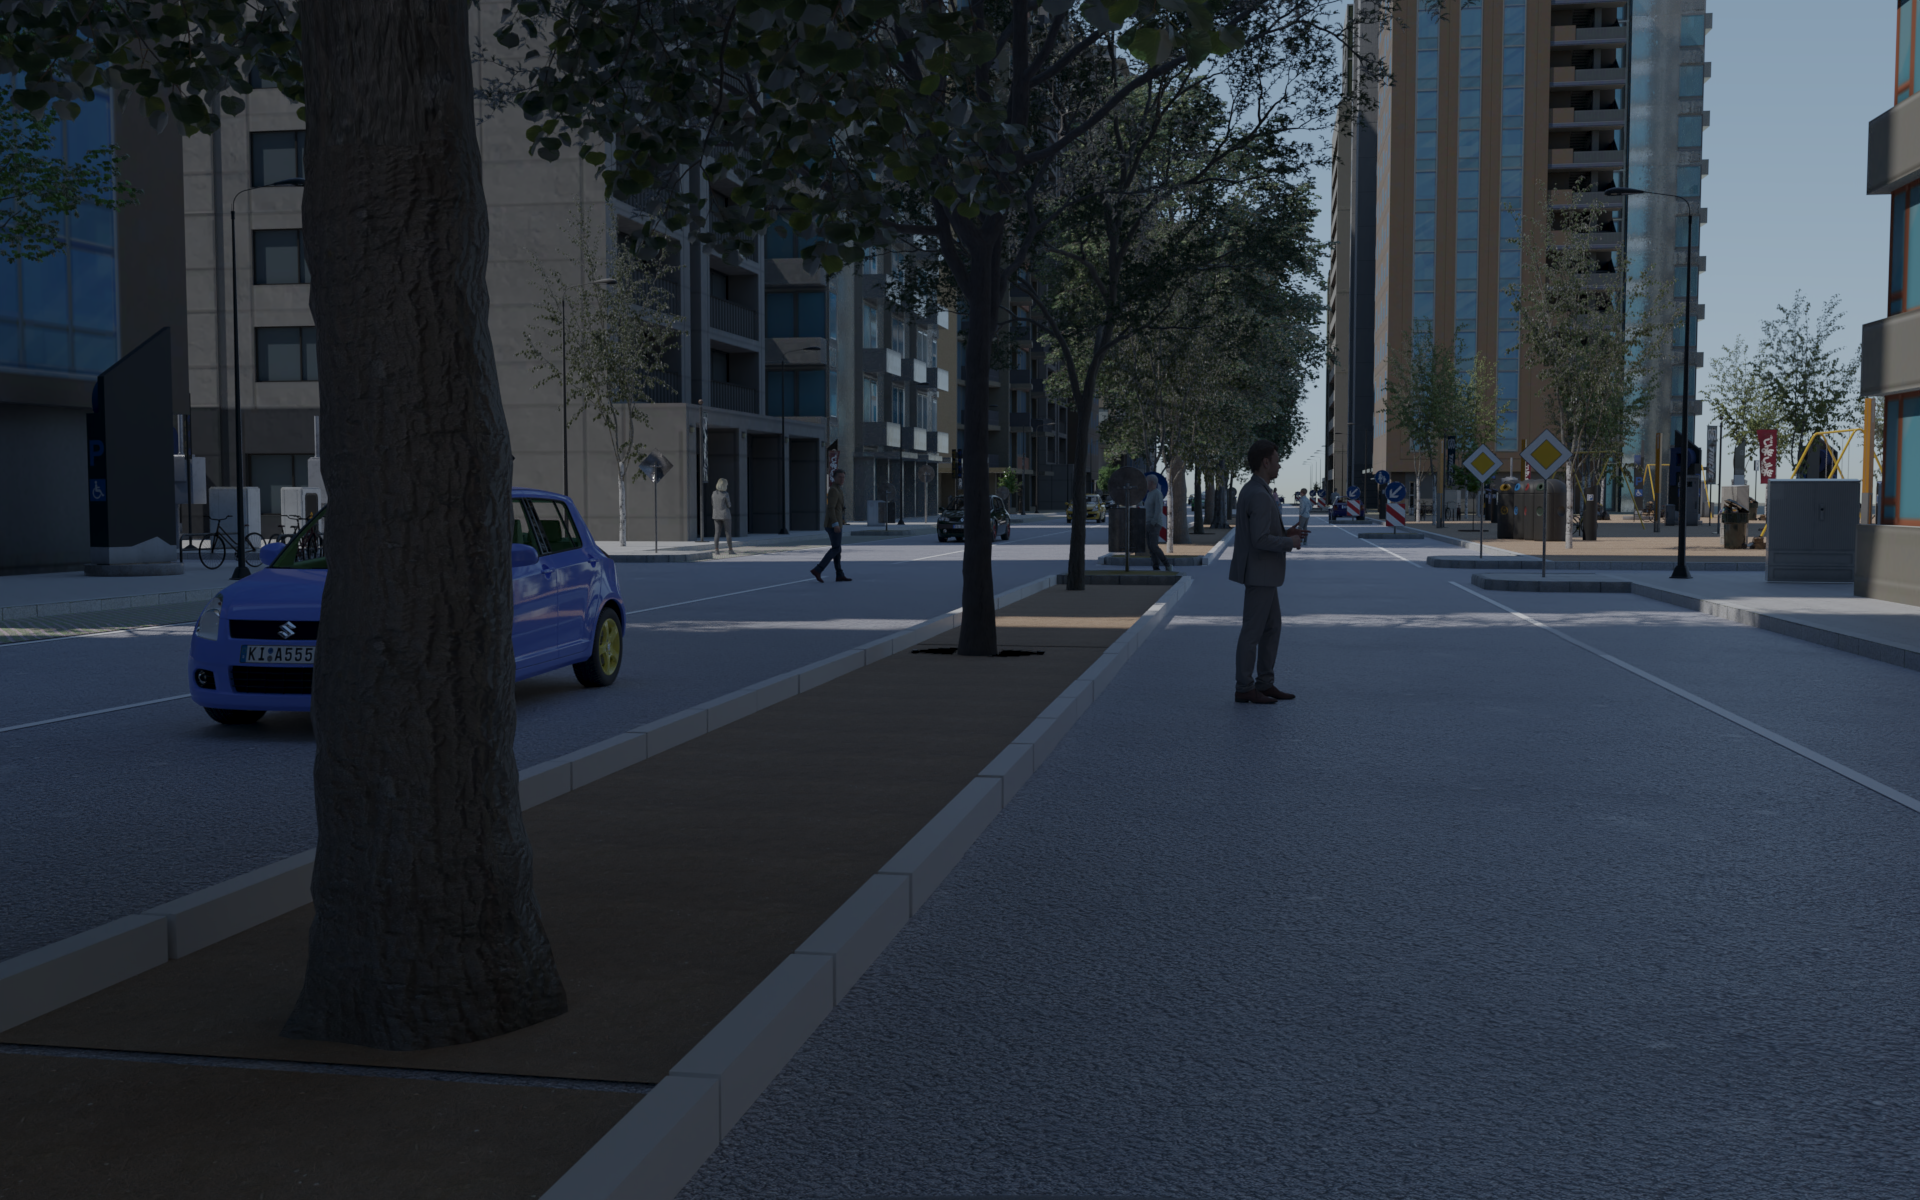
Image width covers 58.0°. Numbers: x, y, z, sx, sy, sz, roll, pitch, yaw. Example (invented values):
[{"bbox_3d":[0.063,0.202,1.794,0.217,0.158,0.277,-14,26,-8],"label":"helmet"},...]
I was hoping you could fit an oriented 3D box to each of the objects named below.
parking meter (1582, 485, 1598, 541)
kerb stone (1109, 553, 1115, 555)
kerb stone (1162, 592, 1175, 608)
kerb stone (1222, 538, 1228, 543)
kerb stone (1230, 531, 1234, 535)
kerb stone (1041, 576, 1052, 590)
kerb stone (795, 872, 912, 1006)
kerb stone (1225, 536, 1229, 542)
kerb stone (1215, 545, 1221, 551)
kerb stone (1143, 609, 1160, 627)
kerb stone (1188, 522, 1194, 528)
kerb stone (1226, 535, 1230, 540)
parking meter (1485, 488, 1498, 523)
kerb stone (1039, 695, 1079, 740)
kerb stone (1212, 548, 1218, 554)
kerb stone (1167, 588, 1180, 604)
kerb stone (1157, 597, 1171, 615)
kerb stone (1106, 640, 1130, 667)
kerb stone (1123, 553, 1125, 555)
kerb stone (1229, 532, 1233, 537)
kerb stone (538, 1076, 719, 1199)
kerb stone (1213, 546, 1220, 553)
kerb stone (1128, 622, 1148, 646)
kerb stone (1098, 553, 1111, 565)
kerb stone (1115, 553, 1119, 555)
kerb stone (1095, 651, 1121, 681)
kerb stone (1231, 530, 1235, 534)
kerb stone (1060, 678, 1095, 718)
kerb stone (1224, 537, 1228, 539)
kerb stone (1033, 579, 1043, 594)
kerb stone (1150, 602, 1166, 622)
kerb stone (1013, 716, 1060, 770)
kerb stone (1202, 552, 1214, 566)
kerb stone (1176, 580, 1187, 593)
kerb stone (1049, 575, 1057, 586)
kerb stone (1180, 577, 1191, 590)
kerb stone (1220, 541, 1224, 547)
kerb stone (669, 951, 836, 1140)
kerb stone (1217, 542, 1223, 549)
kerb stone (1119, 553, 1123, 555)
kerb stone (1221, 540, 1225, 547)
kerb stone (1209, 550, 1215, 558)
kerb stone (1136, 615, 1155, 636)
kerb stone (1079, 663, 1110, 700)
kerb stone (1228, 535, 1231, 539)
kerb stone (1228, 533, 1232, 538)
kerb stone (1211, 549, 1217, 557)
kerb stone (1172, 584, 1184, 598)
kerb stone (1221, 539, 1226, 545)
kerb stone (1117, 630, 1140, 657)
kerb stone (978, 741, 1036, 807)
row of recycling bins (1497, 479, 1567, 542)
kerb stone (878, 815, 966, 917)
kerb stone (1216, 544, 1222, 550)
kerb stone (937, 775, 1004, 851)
[{"bbox_3d":[17.370,-2.405,47.740,0.372,1.533,0.369,0,3,0],"label":"parking meter"},{"bbox_3d":[3.116,-0.878,36.596,0.120,0.150,1.000,1,4,10],"label":"kerb stone"},{"bbox_3d":[2.560,0.042,21.541,0.120,0.150,1.000,1,4,10],"label":"kerb stone"},{"bbox_3d":[7.166,-1.535,47.314,0.120,0.150,1.000,1,4,10],"label":"kerb stone"},{"bbox_3d":[8.594,-2.025,55.377,0.120,0.150,1.000,1,4,10],"label":"kerb stone"},{"bbox_3d":[1.215,-0.228,25.983,0.120,0.150,1.000,1,4,10],"label":"kerb stone"},{"bbox_3d":[-0.318,1.031,5.345,0.120,0.150,1.000,1,4,10],"label":"kerb stone"},{"bbox_3d":[7.517,-1.658,49.331,0.120,0.150,1.000,1,4,10],"label":"kerb stone"},{"bbox_3d":[6.077,-1.163,41.264,0.120,0.150,1.000,1,4,10],"label":"kerb stone"},{"bbox_3d":[2.025,0.227,18.520,0.120,0.150,1.000,1,4,10],"label":"kerb stone"},{"bbox_3d":[10.308,-3.347,76.966,0.120,0.150,1.000,1,4,10],"label":"kerb stone"},{"bbox_3d":[7.687,-1.721,50.338,0.120,0.150,1.000,1,4,10],"label":"kerb stone"},{"bbox_3d":[25.666,-4.624,84.021,0.372,1.533,0.369,0,3,0],"label":"parking meter"},{"bbox_3d":[0.586,0.720,10.431,0.120,0.150,1.000,1,4,10],"label":"kerb stone"},{"bbox_3d":[5.725,-1.042,39.248,0.120,0.150,1.000,1,4,10],"label":"kerb stone"},{"bbox_3d":[2.739,-0.022,22.550,0.120,0.150,1.000,1,4,10],"label":"kerb stone"},{"bbox_3d":[2.388,0.102,20.532,0.120,0.150,1.000,1,4,10],"label":"kerb stone"},{"bbox_3d":[1.302,0.473,14.474,0.120,0.150,1.000,1,4,10],"label":"kerb stone"},{"bbox_3d":[3.651,-1.062,39.615,0.120,0.150,1.000,1,4,10],"label":"kerb stone"},{"bbox_3d":[8.413,-1.962,54.367,0.120,0.150,1.000,1,4,10],"label":"kerb stone"},{"bbox_3d":[-0.677,1.156,3.327,0.120,0.150,1.000,1,4,10],"label":"kerb stone"},{"bbox_3d":[5.903,-1.103,40.257,0.120,0.150,1.000,1,4,10],"label":"kerb stone"},{"bbox_3d":[1.669,0.348,16.504,0.120,0.150,1.000,1,4,10],"label":"kerb stone"},{"bbox_3d":[2.939,-0.819,35.589,0.120,0.150,1.000,1,4,10],"label":"kerb stone"},{"bbox_3d":[3.284,-0.942,37.604,0.120,0.150,1.000,1,4,10],"label":"kerb stone"},{"bbox_3d":[1.130,0.538,13.462,0.120,0.150,1.000,1,4,10],"label":"kerb stone"},{"bbox_3d":[8.948,-2.153,57.390,0.120,0.150,1.000,1,4,10],"label":"kerb stone"},{"bbox_3d":[0.766,0.658,11.438,0.120,0.150,1.000,1,4,10],"label":"kerb stone"},{"bbox_3d":[7.341,-1.596,48.321,0.120,0.150,1.000,1,4,10],"label":"kerb stone"},{"bbox_3d":[1.042,-0.167,24.976,0.120,0.150,1.000,1,4,10],"label":"kerb stone"},{"bbox_3d":[2.207,0.163,19.526,0.120,0.150,1.000,1,4,10],"label":"kerb stone"},{"bbox_3d":[0.410,0.782,9.413,0.120,0.150,1.000,1,4,10],"label":"kerb stone"},{"bbox_3d":[5.180,-0.857,36.204,0.120,0.150,1.000,1,4,10],"label":"kerb stone"},{"bbox_3d":[3.105,-0.143,24.584,0.120,0.150,1.000,1,4,10],"label":"kerb stone"},{"bbox_3d":[1.406,-0.293,26.987,0.120,0.150,1.000,1,4,10],"label":"kerb stone"},{"bbox_3d":[3.291,-0.208,25.592,0.120,0.150,1.000,1,4,10],"label":"kerb stone"},{"bbox_3d":[6.619,-1.351,44.293,0.120,0.150,1.000,1,4,10],"label":"kerb stone"},{"bbox_3d":[-0.500,1.093,4.334,0.120,0.150,1.000,1,4,10],"label":"kerb stone"},{"bbox_3d":[6.439,-1.285,43.277,0.120,0.150,1.000,1,4,10],"label":"kerb stone"},{"bbox_3d":[3.478,-1.004,38.607,0.120,0.150,1.000,1,4,10],"label":"kerb stone"},{"bbox_3d":[6.798,-1.410,45.300,0.120,0.150,1.000,1,4,10],"label":"kerb stone"},{"bbox_3d":[5.359,-0.919,37.214,0.120,0.150,1.000,1,4,10],"label":"kerb stone"},{"bbox_3d":[1.848,0.287,17.510,0.120,0.150,1.000,1,4,10],"label":"kerb stone"},{"bbox_3d":[0.953,0.596,12.454,0.120,0.150,1.000,1,4,10],"label":"kerb stone"},{"bbox_3d":[7.876,-1.778,51.343,0.120,0.150,1.000,1,4,10],"label":"kerb stone"},{"bbox_3d":[8.237,-1.906,53.355,0.120,0.150,1.000,1,4,10],"label":"kerb stone"},{"bbox_3d":[5.539,-0.981,38.229,0.120,0.150,1.000,1,4,10],"label":"kerb stone"},{"bbox_3d":[2.926,-0.084,23.562,0.120,0.150,1.000,1,4,10],"label":"kerb stone"},{"bbox_3d":[6.977,-1.475,46.306,0.120,0.150,1.000,1,4,10],"label":"kerb stone"},{"bbox_3d":[1.486,0.410,15.492,0.120,0.150,1.000,1,4,10],"label":"kerb stone"},{"bbox_3d":[0.228,0.844,8.398,0.120,0.150,1.000,1,4,10],"label":"kerb stone"},{"bbox_3d":[15.988,-2.519,48.303,1.069,1.692,3.534,0,4,-3],"label":"row of recycling bins"},{"bbox_3d":[-0.133,0.968,6.370,0.120,0.150,1.000,1,4,10],"label":"kerb stone"},{"bbox_3d":[6.258,-1.228,42.270,0.120,0.150,1.000,1,4,10],"label":"kerb stone"},{"bbox_3d":[0.042,0.912,7.377,0.120,0.150,1.000,1,4,10],"label":"kerb stone"}]
